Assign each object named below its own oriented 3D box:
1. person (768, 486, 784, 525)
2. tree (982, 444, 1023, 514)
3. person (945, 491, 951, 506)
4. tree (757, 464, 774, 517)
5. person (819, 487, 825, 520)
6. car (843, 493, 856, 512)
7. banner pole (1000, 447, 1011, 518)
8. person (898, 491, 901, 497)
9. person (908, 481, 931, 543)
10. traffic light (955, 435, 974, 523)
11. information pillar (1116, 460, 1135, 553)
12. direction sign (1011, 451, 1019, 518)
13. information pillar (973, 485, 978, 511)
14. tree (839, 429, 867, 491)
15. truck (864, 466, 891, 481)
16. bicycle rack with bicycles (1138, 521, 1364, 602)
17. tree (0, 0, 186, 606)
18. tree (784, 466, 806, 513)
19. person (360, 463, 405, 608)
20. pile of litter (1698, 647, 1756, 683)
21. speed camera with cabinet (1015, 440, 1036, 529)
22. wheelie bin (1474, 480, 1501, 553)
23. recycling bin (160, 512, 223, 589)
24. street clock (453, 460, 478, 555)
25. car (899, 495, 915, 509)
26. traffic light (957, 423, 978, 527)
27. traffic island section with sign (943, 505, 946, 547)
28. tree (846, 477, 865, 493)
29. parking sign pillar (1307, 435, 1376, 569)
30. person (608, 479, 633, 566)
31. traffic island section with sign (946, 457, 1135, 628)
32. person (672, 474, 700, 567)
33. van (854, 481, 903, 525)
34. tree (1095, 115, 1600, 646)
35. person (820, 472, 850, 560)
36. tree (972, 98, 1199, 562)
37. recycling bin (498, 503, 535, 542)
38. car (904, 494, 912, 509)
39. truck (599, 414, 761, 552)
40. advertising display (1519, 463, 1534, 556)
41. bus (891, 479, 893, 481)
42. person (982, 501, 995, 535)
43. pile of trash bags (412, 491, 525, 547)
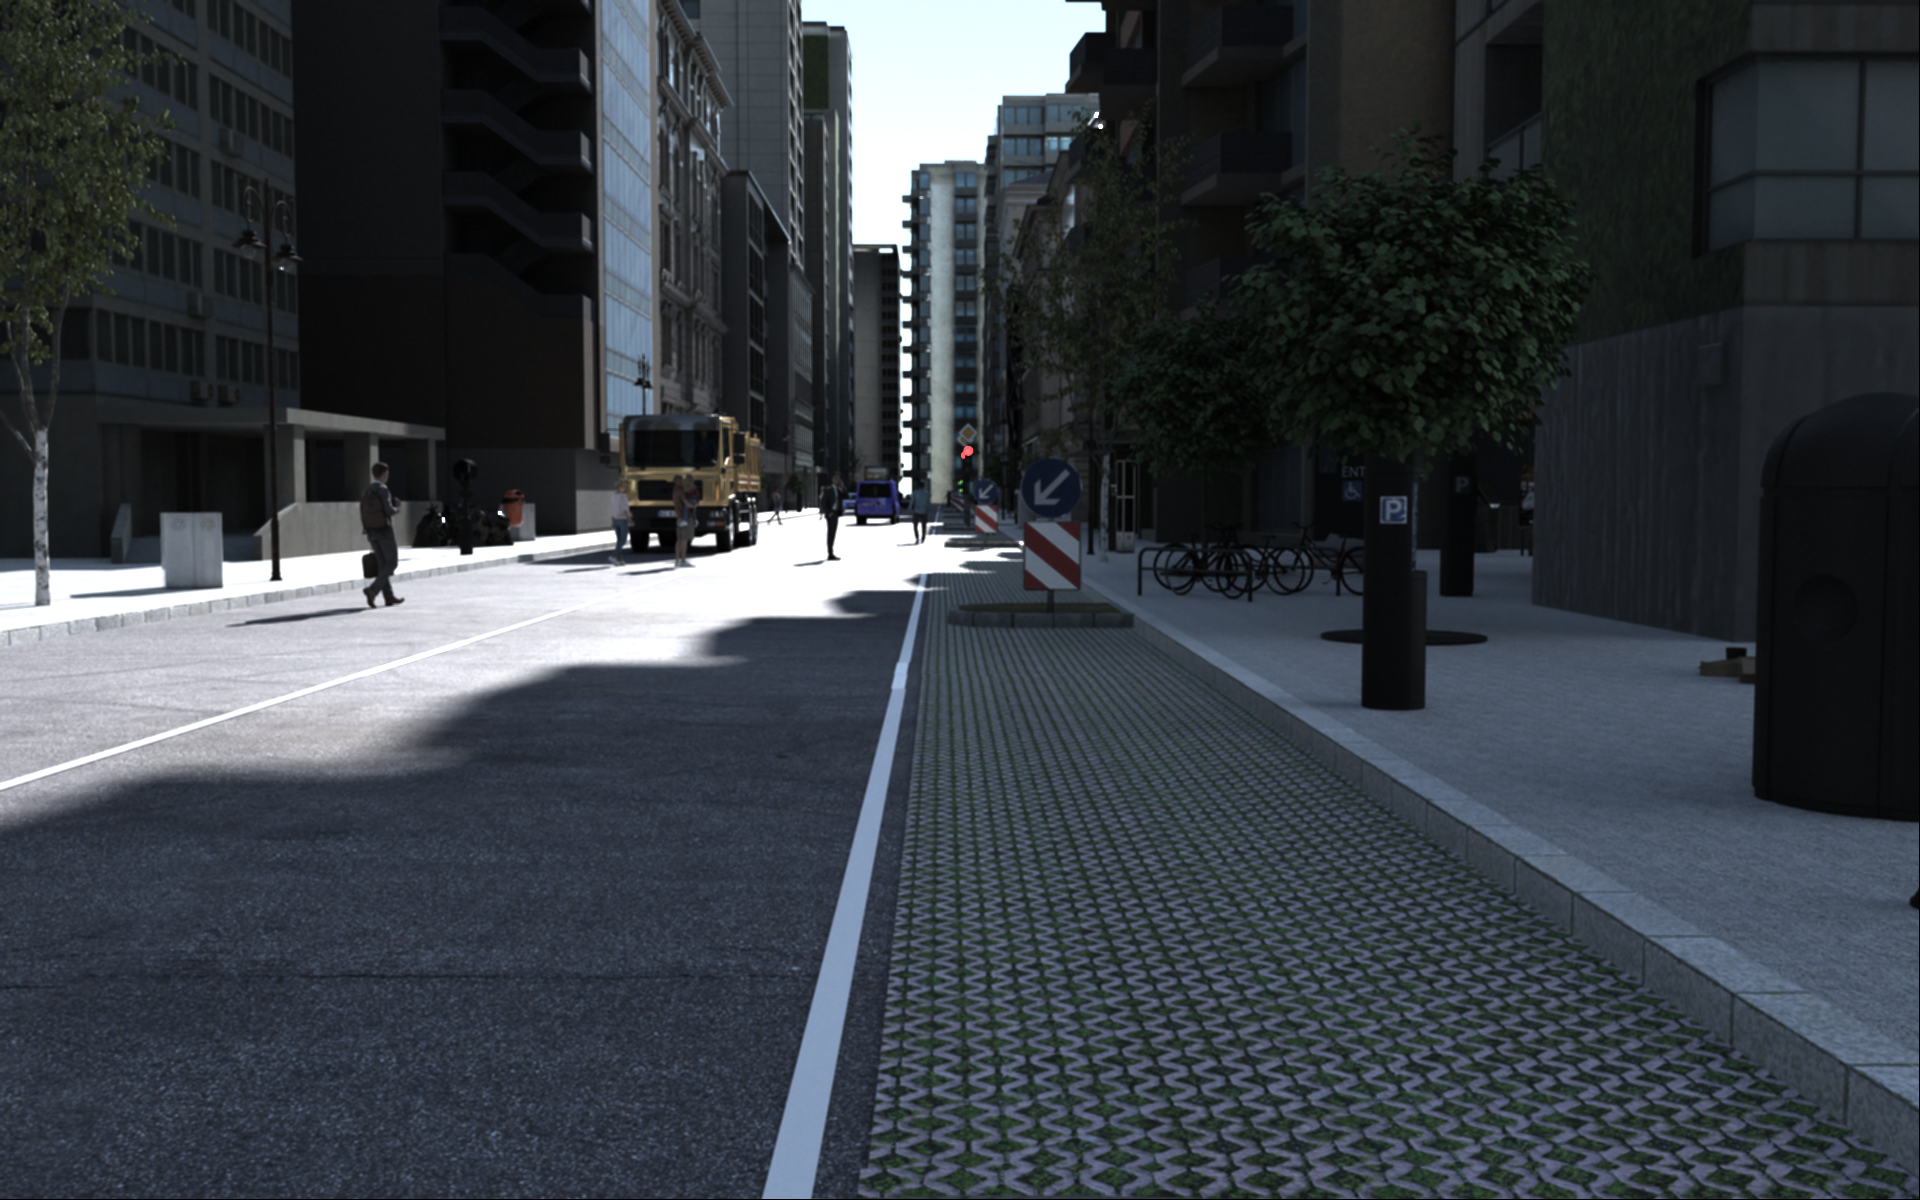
[{"bbox_3d":[-8.553,-4.386,80.307,0.778,1.811,0.616,0,4,3],"label":"person"},{"bbox_3d":[3.097,-7.921,113.225,4.285,4.588,4.351,0,3,0],"label":"tree"},{"bbox_3d":[-1.356,-11.759,200.697,0.705,1.831,1.348,3,4,38],"label":"person"},{"bbox_3d":[-11.324,-6.165,95.398,1.663,3.219,1.824,0,3,0],"label":"tree"},{"bbox_3d":[-7.550,-5.327,95.829,0.641,1.798,0.478,2,4,33],"label":"person"},{"bbox_3d":[-8.786,-8.001,140.407,1.945,1.707,3.694,0,4,-1],"label":"car"},{"bbox_3d":[2.473,-6.268,92.493,0.863,3.779,0.401,3,4,36],"label":"banner pole"},{"bbox_3d":[-7.026,-11.858,202.385,0.705,1.822,1.348,-1,4,-17],"label":"person"},{"bbox_3d":[-1.168,-2.575,50.616,0.660,1.820,0.620,-1,4,-13],"label":"person"},{"bbox_3d":[0.221,-5.349,76.383,0.839,4.253,0.868,0,4,-1],"label":"traffic light"},{"bbox_3d":[3.598,-2.027,37.639,0.304,2.012,0.304,-2,4,-26],"label":"information pillar"},{"bbox_3d":[2.895,-6.059,91.067,0.379,3.537,0.876,-2,4,-25],"label":"direction sign"},{"bbox_3d":[1.187,-7.884,133.393,0.304,2.012,0.304,-2,4,-23],"label":"information pillar"},{"bbox_3d":[-12.459,-14.712,190.904,4.360,8.622,3.978,0,3,0],"label":"tree"},{"bbox_3d":[-8.323,-11.364,174.715,2.839,4.237,11.283,0,4,-1],"label":"truck"},{"bbox_3d":[3.508,-0.529,22.034,2.852,0.926,2.925,-3,5,-41],"label":"bicycle rack with bicycles"},{"bbox_3d":[-10.766,-4.251,19.866,4.737,8.622,4.395,0,3,0],"label":"tree"},{"bbox_3d":[-11.334,-7.641,119.533,1.663,3.219,1.824,0,3,0],"label":"tree"},{"bbox_3d":[-7.380,-0.828,22.007,0.622,1.834,0.822,2,4,27],"label":"person"},{"bbox_3d":[5.841,0.132,11.800,1.176,0.858,1.719,-1,4,-12],"label":"pile of litter"},{"bbox_3d":[2.459,-4.275,64.238,0.660,3.252,2.038,0,4,-8],"label":"speed camera with cabinet"},{"bbox_3d":[11.353,-1.832,37.856,0.693,1.594,0.980,3,5,39],"label":"wheelie bin"},{"bbox_3d":[-10.524,-0.683,23.721,0.722,1.027,0.722,-2,4,-28],"label":"recycling bin"},{"bbox_3d":[-10.437,-1.958,36.578,0.471,2.002,0.358,1,4,22],"label":"street clock"},{"bbox_3d":[-5.042,-9.165,162.435,1.945,1.354,3.894,0,4,0],"label":"car"},{"bbox_3d":[0.304,-4.861,68.398,0.839,4.253,0.868,0,4,-1],"label":"traffic light"},{"bbox_3d":[0.576,-2.328,46.697,1.989,1.847,2.006,0,4,-1],"label":"traffic island section with sign"},{"bbox_3d":[-12.037,-12.302,195.738,1.663,3.219,1.824,0,3,0],"label":"tree"},{"bbox_3d":[6.846,-2.561,30.338,1.447,3.967,1.447,0,4,4],"label":"parking sign pillar"},{"bbox_3d":[-6.788,-1.548,34.477,0.731,1.740,0.598,2,4,31],"label":"person"},{"bbox_3d":[0.866,-0.655,19.340,1.989,1.847,2.006,0,4,-1],"label":"traffic island section with sign"},{"bbox_3d":[-5.401,-1.563,34.029,0.580,1.828,0.573,1,4,11],"label":"person"},{"bbox_3d":[-3.915,-4.807,82.981,2.240,2.365,5.245,0,4,1],"label":"van"},{"bbox_3d":[3.862,-1.923,15.161,4.285,4.588,4.351,0,3,0],"label":"tree"},{"bbox_3d":[-2.703,-1.823,37.669,0.474,1.900,0.648,2,4,24],"label":"person"},{"bbox_3d":[2.607,-5.028,32.576,4.737,8.622,4.395,0,3,0],"label":"tree"},{"bbox_3d":[-12.056,-2.114,47.116,0.722,1.027,0.722,1,4,21],"label":"recycling bin"},{"bbox_3d":[-4.689,-9.983,172.259,2.155,1.783,4.494,0,4,0],"label":"car"},{"bbox_3d":[-6.917,-2.999,44.964,3.469,3.379,9.791,0,4,-1],"label":"truck"},{"bbox_3d":[11.902,-1.865,35.712,0.123,1.923,0.974,-1,4,-22],"label":"advertising display"},{"bbox_3d":[-9.196,-12.724,202.896,2.948,3.499,13.247,0,3,0],"label":"bus"},{"bbox_3d":[0.993,-3.156,60.287,0.511,1.800,0.466,1,4,13],"label":"person"},{"bbox_3d":[-11.951,-2.042,43.141,1.912,1.369,3.447,1,4,20],"label":"pile of trash bags"}]
